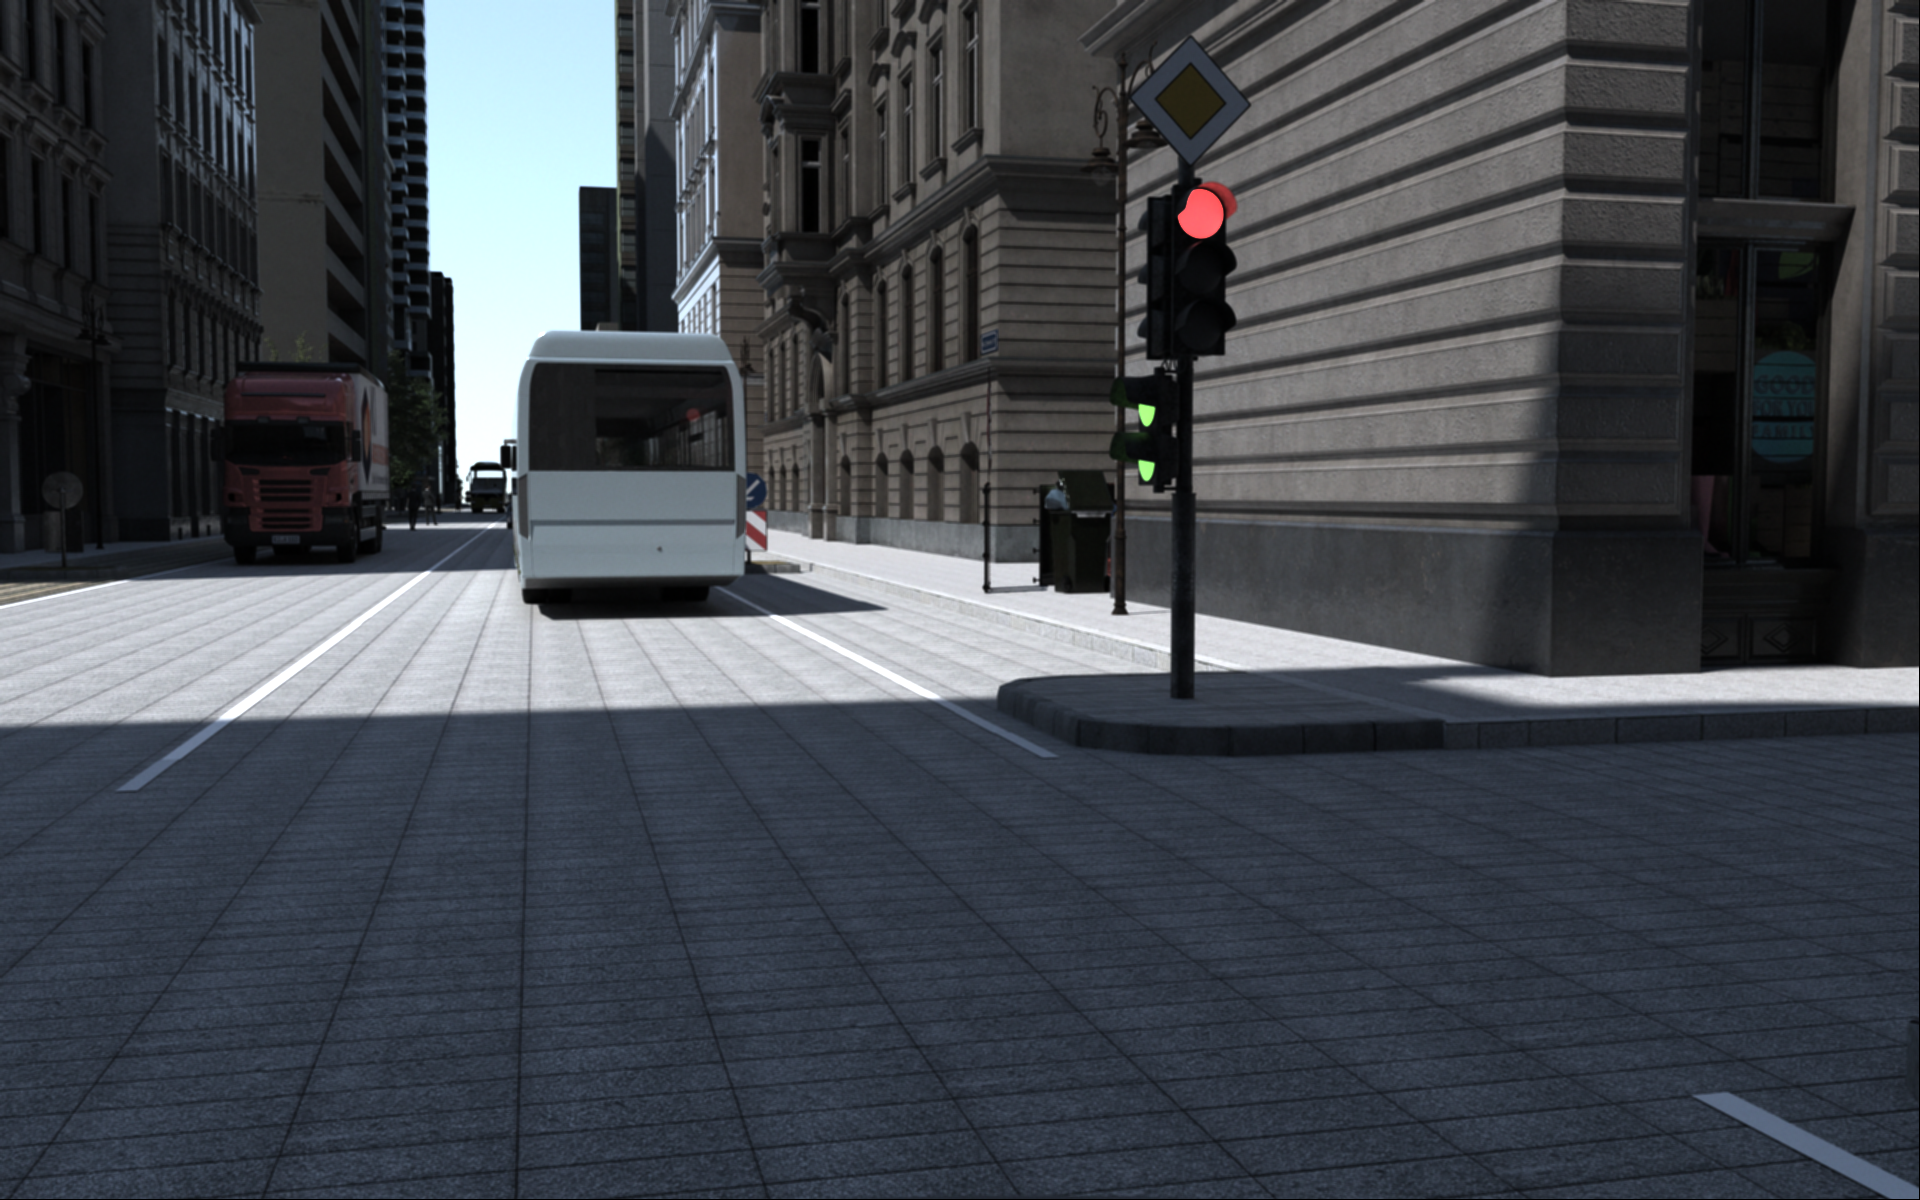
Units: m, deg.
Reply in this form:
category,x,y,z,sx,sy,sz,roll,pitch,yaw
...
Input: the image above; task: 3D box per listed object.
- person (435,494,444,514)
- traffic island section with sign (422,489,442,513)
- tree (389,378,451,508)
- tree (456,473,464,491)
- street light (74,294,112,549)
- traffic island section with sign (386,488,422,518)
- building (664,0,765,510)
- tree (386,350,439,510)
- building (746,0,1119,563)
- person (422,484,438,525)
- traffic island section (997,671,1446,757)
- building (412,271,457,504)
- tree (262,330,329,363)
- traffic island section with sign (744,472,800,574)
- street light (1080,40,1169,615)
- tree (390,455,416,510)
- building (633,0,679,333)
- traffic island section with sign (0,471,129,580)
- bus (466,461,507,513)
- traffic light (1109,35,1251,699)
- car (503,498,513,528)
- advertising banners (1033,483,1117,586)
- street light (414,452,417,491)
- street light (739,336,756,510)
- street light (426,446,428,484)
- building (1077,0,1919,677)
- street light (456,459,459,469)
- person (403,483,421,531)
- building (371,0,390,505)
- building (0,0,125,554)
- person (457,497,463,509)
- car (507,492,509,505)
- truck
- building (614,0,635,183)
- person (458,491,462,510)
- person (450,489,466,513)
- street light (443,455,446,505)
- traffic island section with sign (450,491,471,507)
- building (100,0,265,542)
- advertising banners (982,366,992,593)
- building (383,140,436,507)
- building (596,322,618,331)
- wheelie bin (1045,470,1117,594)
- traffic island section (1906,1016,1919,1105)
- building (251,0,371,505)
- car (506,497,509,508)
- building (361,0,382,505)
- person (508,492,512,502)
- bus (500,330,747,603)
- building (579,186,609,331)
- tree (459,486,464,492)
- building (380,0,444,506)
category,x,y,z,sx,sy,sz,roll,pitch,yaw
person,-36.631,-6.728,121.758,0.557,1.426,1.065,1,4,14
traffic island section with sign,-40.314,-7.498,131.224,1.989,1.847,2.006,-1,4,-14
tree,-49.159,-14.005,154.729,9.928,11.665,9.643,0,3,0
tree,-68.242,-15.200,232.233,4.285,4.588,4.351,0,3,0
street light,-20.062,-4.124,40.221,0.468,5.910,1.993,-1,4,-14
traffic island section with sign,-33.837,-5.881,104.790,1.989,1.847,2.006,-1,4,-14
building,-5.423,-17.745,76.028,13.634,28.700,20.117,-1,4,-14
tree,-44.692,-13.284,135.321,7.486,12.596,7.792,0,3,0
building,1.644,-14.061,48.978,14.460,24.649,34.723,-1,4,-14
person,-24.484,-4.410,79.960,0.648,1.900,0.474,0,4,6
traffic island section,1.423,0.695,10.916,2.009,0.180,2.903,-1,4,-14
building,-71.889,-27.453,220.562,14.160,30.474,14.107,-1,4,-14
tree,-30.179,-7.819,78.195,4.737,8.622,4.395,0,3,0
traffic island section with sign,-4.088,-1.429,31.984,1.989,1.847,2.006,-1,4,-14
street light,1.704,-2.782,18.269,0.468,5.910,1.993,-1,4,-14
tree,-46.226,-9.693,142.186,4.285,4.588,4.351,0,3,0
building,-10.370,-34.842,111.667,21.231,58.520,28.212,-1,4,-14
traffic island section with sign,-15.430,-1.285,29.645,1.989,1.847,2.006,-1,4,-14
bus,-36.464,-8.714,134.015,2.896,3.916,12.252,-1,4,-14
traffic light,1.382,-1.338,10.792,0.839,4.253,0.868,-1,4,-14
car,-18.398,-3.773,73.684,2.014,1.417,4.499,-1,4,-15
advertising banners,1.990,-1.732,24.507,2.074,3.025,0.090,-1,4,-23
street light,-46.299,-10.661,147.096,0.468,5.910,1.993,-1,4,-14
street light,-6.285,-4.770,50.776,0.468,5.910,1.993,-1,4,-14
street light,-50.316,-11.665,163.511,0.468,5.910,1.993,-1,4,-14
building,11.964,-11.581,18.224,19.941,23.489,11.050,-1,4,-14
street light,-66.345,-15.663,228.884,0.468,5.910,1.993,-1,4,-14
person,-21.542,-3.665,68.196,0.659,1.850,0.755,-1,4,-9
building,-47.592,-28.716,119.625,14.600,45.320,14.200,-1,4,-14
building,-21.945,-10.655,25.124,10.553,20.767,40.483,-1,4,-14
person,-46.604,-9.288,161.078,1.217,1.735,0.721,3,5,43
car,-59.556,-13.223,224.871,2.281,1.827,5.304,-1,4,-12
truck,-14.581,-3.068,39.078,2.839,4.237,11.283,-1,4,-14
building,-19.021,-27.414,131.814,14.154,41.232,14.086,-1,4,-14
person,-44.070,-8.776,152.779,0.721,1.735,1.217,-2,4,-25
person,-38.929,-7.693,134.276,1.348,1.824,0.705,1,4,13
street light,-58.330,-13.651,195.982,0.468,5.910,1.993,-1,4,-14
traffic island section with sign,-53.533,-10.799,185.195,1.989,1.847,2.006,-1,4,-14
building,-28.058,-12.517,53.810,9.793,20.994,18.267,-1,4,-14
advertising banners,0.377,-1.655,23.249,0.090,3.025,2.074,0,4,3
building,-68.736,-29.197,169.252,32.217,40.220,23.993,-1,4,-14
building,-26.315,-21.204,191.731,27.650,21.520,28.899,-1,4,-14
wheelie bin,1.540,-0.896,22.559,0.980,1.594,0.693,-1,4,-22
traffic island section,3.323,1.169,3.160,2.009,0.180,2.903,-1,4,-14
building,-42.554,-28.391,87.889,21.300,48.544,21.600,-1,4,-14
car,-49.370,-10.786,185.394,2.155,1.783,4.494,-1,4,-12
building,-43.790,-25.844,106.145,14.154,41.232,14.086,-1,4,-14
person,-57.399,-12.952,221.185,0.541,1.710,0.530,0,4,-7
bus,-5.391,-1.907,26.037,2.948,3.499,13.247,-1,4,-15
building,-44.015,-33.636,233.546,14.154,41.232,14.086,-1,4,-14
tree,-68.561,-14.774,236.155,1.663,3.219,1.824,0,3,0
building,-70.407,-54.007,195.685,22.319,86.520,31.000,-1,4,-14
